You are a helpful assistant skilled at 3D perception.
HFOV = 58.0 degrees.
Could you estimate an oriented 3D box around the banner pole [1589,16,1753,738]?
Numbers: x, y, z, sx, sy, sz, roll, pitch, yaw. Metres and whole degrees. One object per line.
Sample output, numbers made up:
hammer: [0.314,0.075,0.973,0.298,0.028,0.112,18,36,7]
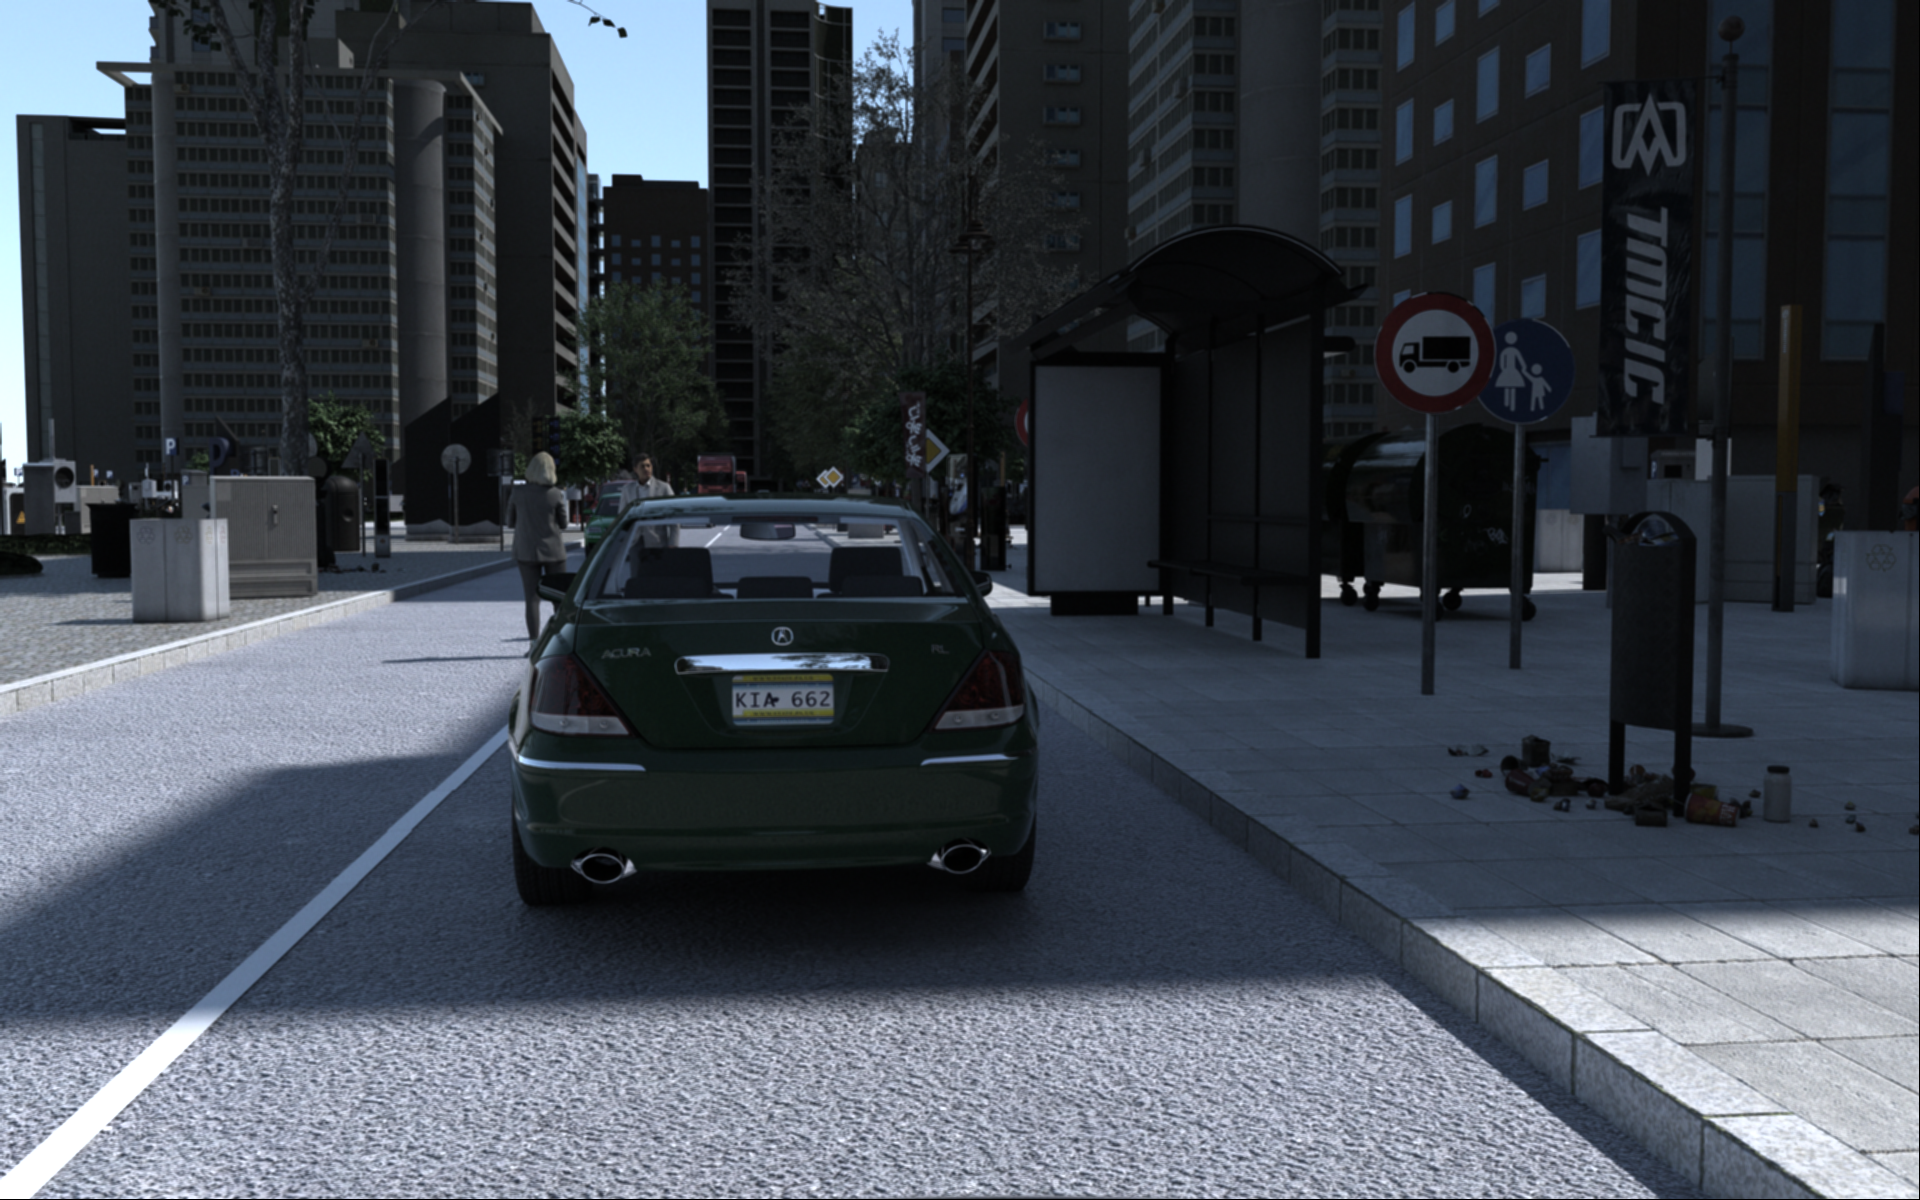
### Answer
banner pole: [3.815,-1.175,9.234,0.863,3.779,0.401,1,4,12]

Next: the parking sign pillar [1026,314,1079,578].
parking sign pillar: [1.728,-2.312,26.269,1.447,3.967,1.447,-2,4,-32]

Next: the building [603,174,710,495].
building: [-42.592,-36.431,245.761,14.200,45.320,14.600,0,4,-6]

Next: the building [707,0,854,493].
building: [-25.759,-49.709,250.989,20.611,71.187,20.563,0,4,-6]

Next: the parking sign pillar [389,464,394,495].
parking sign pillar: [-34.960,-7.329,108.300,1.447,3.967,1.447,-2,4,-34]

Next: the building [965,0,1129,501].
building: [12.194,-31.346,136.216,21.300,48.544,21.600,0,4,-6]

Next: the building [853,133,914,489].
building: [-2.031,-40.873,257.512,27.495,52.752,28.713,0,4,-6]

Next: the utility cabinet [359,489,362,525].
utility cabinet: [-24.894,-3.776,70.411,1.173,1.500,0.318,-2,4,-24]

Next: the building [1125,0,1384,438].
building: [23.287,-25.049,101.438,23.993,40.220,32.217,0,4,-6]

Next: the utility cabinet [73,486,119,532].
utility cabinet: [-23.508,-2.355,47.177,0.318,1.500,1.173,2,4,26]

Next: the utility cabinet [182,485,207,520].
utility cabinet: [-18.837,-2.125,43.417,1.173,1.500,0.318,-1,4,-20]

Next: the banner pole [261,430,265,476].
banner pole: [-27.353,-4.775,68.095,0.401,3.779,0.863,-1,4,-19]

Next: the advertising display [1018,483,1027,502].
advertising display: [3.827,-5.803,100.087,0.974,1.923,0.123,-1,4,-21]

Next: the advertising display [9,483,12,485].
advertising display: [-54.689,-5.772,99.593,0.123,1.923,0.974,-3,5,-44]

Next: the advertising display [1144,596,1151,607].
advertising display: [1.715,-0.889,19.752,0.974,1.923,0.123,0,4,5]

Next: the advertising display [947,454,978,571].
advertising display: [0.039,-1.394,28.003,0.123,1.923,0.974,-2,4,-24]

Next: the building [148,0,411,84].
building: [-71.285,-39.557,188.762,28.212,58.520,21.231,0,4,-6]

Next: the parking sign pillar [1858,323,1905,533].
parking sign pillar: [14.840,-2.414,27.941,1.447,3.967,1.447,1,4,21]

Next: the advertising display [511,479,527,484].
advertising display: [-19.025,-4.252,74.740,0.123,1.923,0.974,1,4,22]

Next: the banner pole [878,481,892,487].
banner pole: [-3.215,-5.007,71.889,0.863,3.779,0.401,1,4,20]

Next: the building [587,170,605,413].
building: [-65.650,-38.498,249.047,30.456,49.044,23.786,0,4,-6]

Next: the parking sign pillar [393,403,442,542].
parking sign pillar: [-14.443,-3.597,47.291,1.447,3.967,1.447,0,4,-1]

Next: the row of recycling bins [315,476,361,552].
row of recycling bins: [-14.534,-2.004,39.875,1.069,1.692,3.534,-2,4,-30]

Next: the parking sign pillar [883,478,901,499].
parking sign pillar: [-2.944,-5.375,76.360,1.447,3.967,1.447,2,4,23]

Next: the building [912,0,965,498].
building: [5.279,-39.902,194.390,21.231,58.520,28.212,0,4,-6]

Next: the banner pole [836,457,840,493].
banner pole: [-7.197,-6.863,102.230,0.401,3.779,0.863,1,4,14]

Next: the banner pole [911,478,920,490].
banner pole: [-3.111,-7.902,119.213,0.863,3.779,0.401,-2,4,-28]

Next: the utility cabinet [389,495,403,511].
utility cabinet: [-33.493,-5.589,102.548,1.020,1.237,0.306,-3,5,-44]

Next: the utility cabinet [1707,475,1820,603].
utility cabinet: [9.487,-0.723,20.504,1.173,1.500,0.318,3,5,41]

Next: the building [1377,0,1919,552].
building: [19.368,-23.917,41.150,14.600,45.320,14.200,0,4,-6]

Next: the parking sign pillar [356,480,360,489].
parking sign pillar: [-45.284,-8.567,128.547,1.447,3.967,1.447,0,4,2]

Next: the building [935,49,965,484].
building: [5.106,-31.984,173.042,14.600,45.320,14.200,0,4,-6]

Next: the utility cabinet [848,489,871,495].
utility cabinet: [-4.776,-4.438,81.234,1.173,1.500,0.318,-2,4,-34]

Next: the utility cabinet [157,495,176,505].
utility cabinet: [-49.817,-5.968,108.740,1.020,1.237,0.306,0,4,3]

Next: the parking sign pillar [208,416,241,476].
parking sign pillar: [-25.119,-4.325,59.187,1.447,3.967,1.447,3,4,38]

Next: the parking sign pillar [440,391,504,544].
parking sign pillar: [-12.715,-3.481,45.379,1.447,3.967,1.447,-1,4,-21]

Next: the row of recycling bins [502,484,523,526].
row of recycling bins: [-18.097,-3.861,70.248,1.069,1.692,3.534,-2,4,-27]

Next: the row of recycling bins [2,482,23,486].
row of recycling bins: [-32.606,-3.139,58.428,3.534,1.692,1.069,1,4,14]

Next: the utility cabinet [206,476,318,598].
utility cabinet: [-8.566,-0.774,21.326,1.173,1.500,0.318,-3,4,-37]

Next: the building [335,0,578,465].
building: [-50.706,-33.721,175.040,21.300,48.544,21.600,0,4,-6]

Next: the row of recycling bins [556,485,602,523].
row of recycling bins: [-16.592,-4.331,77.930,3.534,1.692,1.069,-2,4,-24]

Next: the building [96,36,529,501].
building: [-54.171,-28.133,151.857,32.217,40.220,23.993,0,4,-6]

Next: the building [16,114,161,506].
building: [-92.973,-30.998,190.415,14.086,41.232,14.154,0,4,-6]

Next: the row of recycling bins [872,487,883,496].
row of recycling bins: [-6.189,-8.419,144.767,3.534,1.692,1.069,2,4,29]

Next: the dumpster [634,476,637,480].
dumpster: [-17.504,-5.577,93.674,1.502,2.255,1.985,0,4,-7]

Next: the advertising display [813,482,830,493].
advertising display: [-7.372,-5.332,92.399,0.974,1.923,0.123,2,4,26]

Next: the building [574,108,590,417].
building: [-49.814,-33.363,195.603,14.200,45.320,14.600,0,4,-6]

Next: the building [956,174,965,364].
building: [6.415,-23.714,159.426,14.160,30.474,14.107,0,4,-6]
